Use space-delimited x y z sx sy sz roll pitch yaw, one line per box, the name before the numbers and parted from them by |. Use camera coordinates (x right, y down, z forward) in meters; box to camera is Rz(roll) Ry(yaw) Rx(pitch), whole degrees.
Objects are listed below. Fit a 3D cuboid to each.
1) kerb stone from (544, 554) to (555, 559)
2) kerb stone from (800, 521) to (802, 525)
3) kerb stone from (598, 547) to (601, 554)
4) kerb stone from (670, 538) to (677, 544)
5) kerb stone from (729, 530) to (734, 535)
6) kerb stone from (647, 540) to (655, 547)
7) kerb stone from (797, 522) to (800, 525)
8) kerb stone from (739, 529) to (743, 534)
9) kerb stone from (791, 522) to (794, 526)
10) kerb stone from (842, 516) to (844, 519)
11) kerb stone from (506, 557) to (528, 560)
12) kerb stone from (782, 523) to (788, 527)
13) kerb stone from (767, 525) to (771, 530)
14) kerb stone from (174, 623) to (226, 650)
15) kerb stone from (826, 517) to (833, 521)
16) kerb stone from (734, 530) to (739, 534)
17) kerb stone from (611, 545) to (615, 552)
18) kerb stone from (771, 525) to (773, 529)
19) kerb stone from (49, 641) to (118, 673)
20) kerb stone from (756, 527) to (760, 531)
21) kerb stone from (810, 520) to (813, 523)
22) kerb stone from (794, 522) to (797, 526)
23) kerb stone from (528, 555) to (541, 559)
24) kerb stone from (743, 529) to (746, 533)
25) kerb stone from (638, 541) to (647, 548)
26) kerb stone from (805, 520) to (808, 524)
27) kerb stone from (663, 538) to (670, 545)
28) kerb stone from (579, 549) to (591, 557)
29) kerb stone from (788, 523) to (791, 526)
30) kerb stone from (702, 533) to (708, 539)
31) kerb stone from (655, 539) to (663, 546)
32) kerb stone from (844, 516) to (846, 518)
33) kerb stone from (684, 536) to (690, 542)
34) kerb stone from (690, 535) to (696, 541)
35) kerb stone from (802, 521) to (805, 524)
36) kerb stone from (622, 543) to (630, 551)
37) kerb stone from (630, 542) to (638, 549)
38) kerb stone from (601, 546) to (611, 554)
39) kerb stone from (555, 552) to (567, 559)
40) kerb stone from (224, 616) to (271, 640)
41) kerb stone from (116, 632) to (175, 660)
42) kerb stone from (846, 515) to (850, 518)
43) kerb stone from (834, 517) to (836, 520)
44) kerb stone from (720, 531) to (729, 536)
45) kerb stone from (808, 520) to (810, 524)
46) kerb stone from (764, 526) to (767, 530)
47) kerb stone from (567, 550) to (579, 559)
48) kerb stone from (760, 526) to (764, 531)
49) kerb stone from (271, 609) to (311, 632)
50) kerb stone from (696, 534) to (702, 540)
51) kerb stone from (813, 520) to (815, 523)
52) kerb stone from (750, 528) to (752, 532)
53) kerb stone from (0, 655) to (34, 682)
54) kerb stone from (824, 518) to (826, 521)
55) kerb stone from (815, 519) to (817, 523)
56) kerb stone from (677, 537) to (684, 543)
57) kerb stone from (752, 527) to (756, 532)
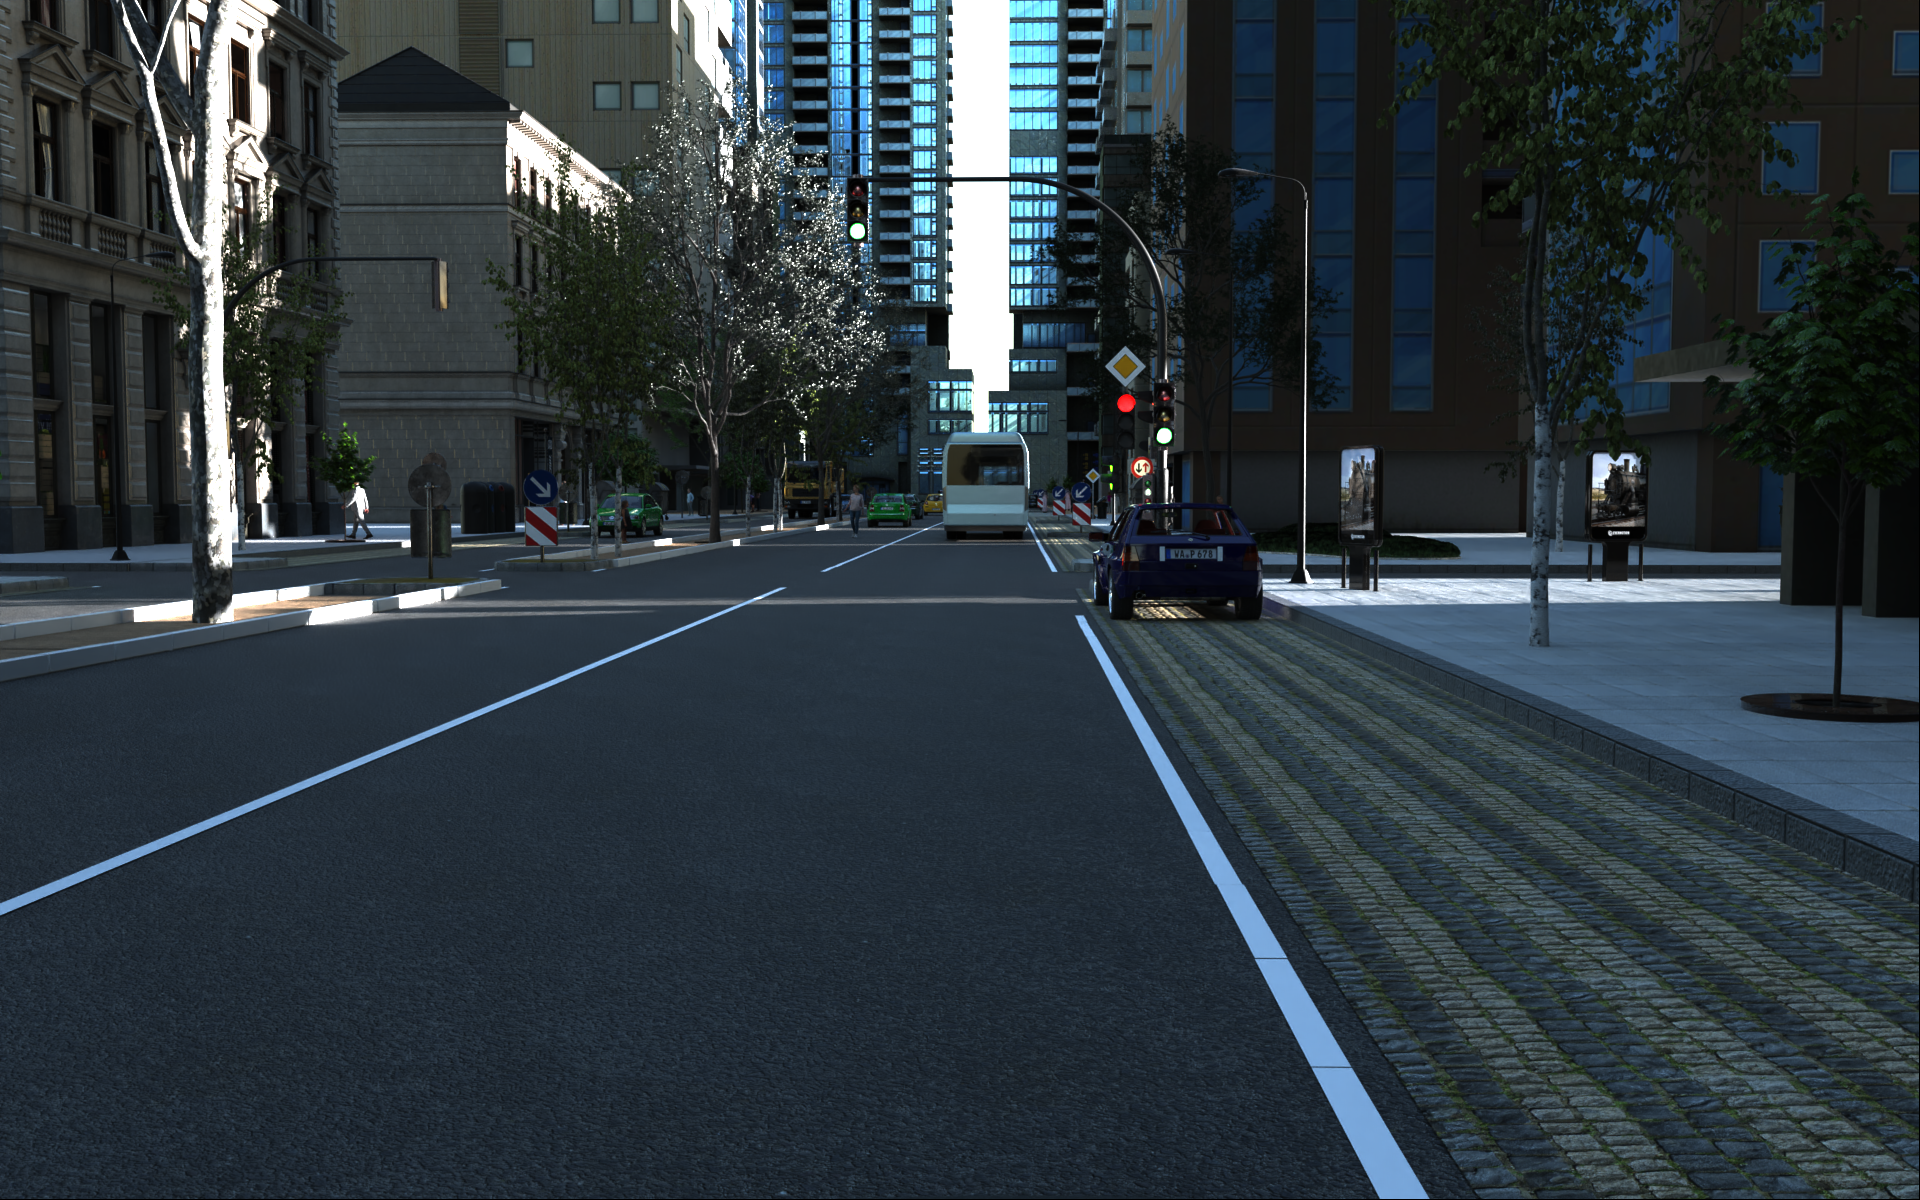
kerb stone | -8.769 -0.872 36.456 0.120 0.150 1.000 0 4 2
kerb stone | -7.478 -3.504 79.491 0.120 0.150 1.000 0 4 2
kerb stone | -8.641 -1.121 40.555 0.120 0.150 1.000 0 4 2
kerb stone | -8.366 -1.687 49.785 0.120 0.150 1.000 0 4 2
kerb stone | -8.064 -2.314 60.032 0.120 0.150 1.000 0 4 2
kerb stone | -8.466 -1.497 46.700 0.120 0.150 1.000 0 4 2
kerb stone | -7.502 -3.442 78.469 0.120 0.150 1.000 0 4 2
kerb stone | -8.002 -2.440 62.092 0.120 0.150 1.000 0 4 2
kerb stone | -7.576 -3.317 76.425 0.120 0.150 1.000 0 4 2
kerb stone | -6.901 -4.698 99.005 0.120 0.150 1.000 0 4 2
kerb stone | -8.830 -0.747 34.408 0.120 0.150 1.000 0 4 2
kerb stone | -7.629 -3.192 74.377 0.120 0.150 1.000 0 4 2
kerb stone | -7.781 -2.879 69.259 0.120 0.150 1.000 0 4 2
kerb stone | -7.266 0.354 16.405 0.120 0.150 1.000 0 4 2
kerb stone | -7.078 -4.321 92.847 0.120 0.150 1.000 0 4 2
kerb stone | -8.030 -2.377 61.056 0.120 0.150 1.000 0 4 2
kerb stone | -8.588 -1.247 42.607 0.120 0.150 1.000 0 4 2
kerb stone | -7.754 -2.936 70.281 0.120 0.150 1.000 0 4 2
kerb stone | -7.325 0.479 14.359 0.120 0.150 1.000 0 4 2
kerb stone | -7.876 -2.690 66.185 0.120 0.150 1.000 0 4 2
kerb stone | -7.355 -3.756 83.610 0.120 0.150 1.000 0 4 2
kerb stone | -7.540 -3.379 77.447 0.120 0.150 1.000 0 4 2
kerb stone | -8.800 -0.809 35.430 0.120 0.150 1.000 0 4 2
kerb stone | -7.972 -2.496 63.114 0.120 0.150 1.000 0 4 2
kerb stone | -8.488 -1.436 45.678 0.120 0.150 1.000 0 4 2
kerb stone | -7.417 -3.630 81.556 0.120 0.150 1.000 0 4 2
kerb stone | -8.390 -1.625 48.757 0.120 0.150 1.000 0 4 2
kerb stone | -8.674 -1.060 39.533 0.120 0.150 1.000 0 4 2
kerb stone | -7.596 -3.252 75.399 0.120 0.150 1.000 0 4 2
kerb stone | -8.212 -2.002 54.923 0.120 0.150 1.000 0 4 2
kerb stone | -8.424 -1.560 47.723 0.120 0.150 1.000 0 4 2
kerb stone | -6.864 -4.760 100.027 0.120 0.150 1.000 0 4 2
kerb stone | -8.310 -1.809 51.852 0.120 0.150 1.000 0 4 2
kerb stone | -8.279 -1.877 52.876 0.120 0.150 1.000 0 4 2
kerb stone | -7.452 -3.562 80.520 0.120 0.150 1.000 0 4 2
kerb stone | -8.549 -1.311 43.630 0.120 0.150 1.000 0 4 2
kerb stone | -8.524 -1.374 44.656 0.120 0.150 1.000 0 4 2
kerb stone | -8.613 -1.186 41.581 0.120 0.150 1.000 0 4 2
kerb stone | -8.740 -0.927 37.481 0.120 0.150 1.000 0 4 2
kerb stone | -7.239 0.292 17.429 0.120 0.150 1.000 0 4 2
kerb stone | -7.294 0.419 15.384 0.120 0.150 1.000 0 4 2
kerb stone | -6.774 -4.945 103.106 0.120 0.150 1.000 0 4 2
kerb stone | -7.012 -4.447 94.896 0.120 0.150 1.000 0 4 2
kerb stone | -8.099 -2.246 59.011 0.120 0.150 1.000 0 4 2
kerb stone | -7.385 -3.688 82.582 0.120 0.150 1.000 0 4 2
kerb stone | -7.818 -2.816 68.237 0.120 0.150 1.000 0 4 2
kerb stone | -8.707 -0.997 38.502 0.120 0.150 1.000 0 4 2
kerb stone | -7.851 -2.753 67.212 0.120 0.150 1.000 0 4 2
kerb stone | -7.210 0.229 18.452 0.120 0.150 1.000 0 4 2
kerb stone | -8.247 -1.937 53.898 0.120 0.150 1.000 0 4 2
kerb stone | -7.325 -3.816 84.636 0.120 0.150 1.000 0 4 2
kerb stone | -7.932 -2.565 64.135 0.120 0.150 1.000 0 4 2
kerb stone | -7.353 0.542 13.330 0.120 0.150 1.000 0 4 2
kerb stone | -7.174 -4.133 89.771 0.120 0.150 1.000 0 4 2
kerb stone | -7.294 -3.882 85.660 0.120 0.150 1.000 0 4 2
kerb stone | -8.337 -1.746 50.821 0.120 0.150 1.000 0 4 2
kerb stone | -7.912 -2.628 65.163 0.120 0.150 1.000 0 4 2
